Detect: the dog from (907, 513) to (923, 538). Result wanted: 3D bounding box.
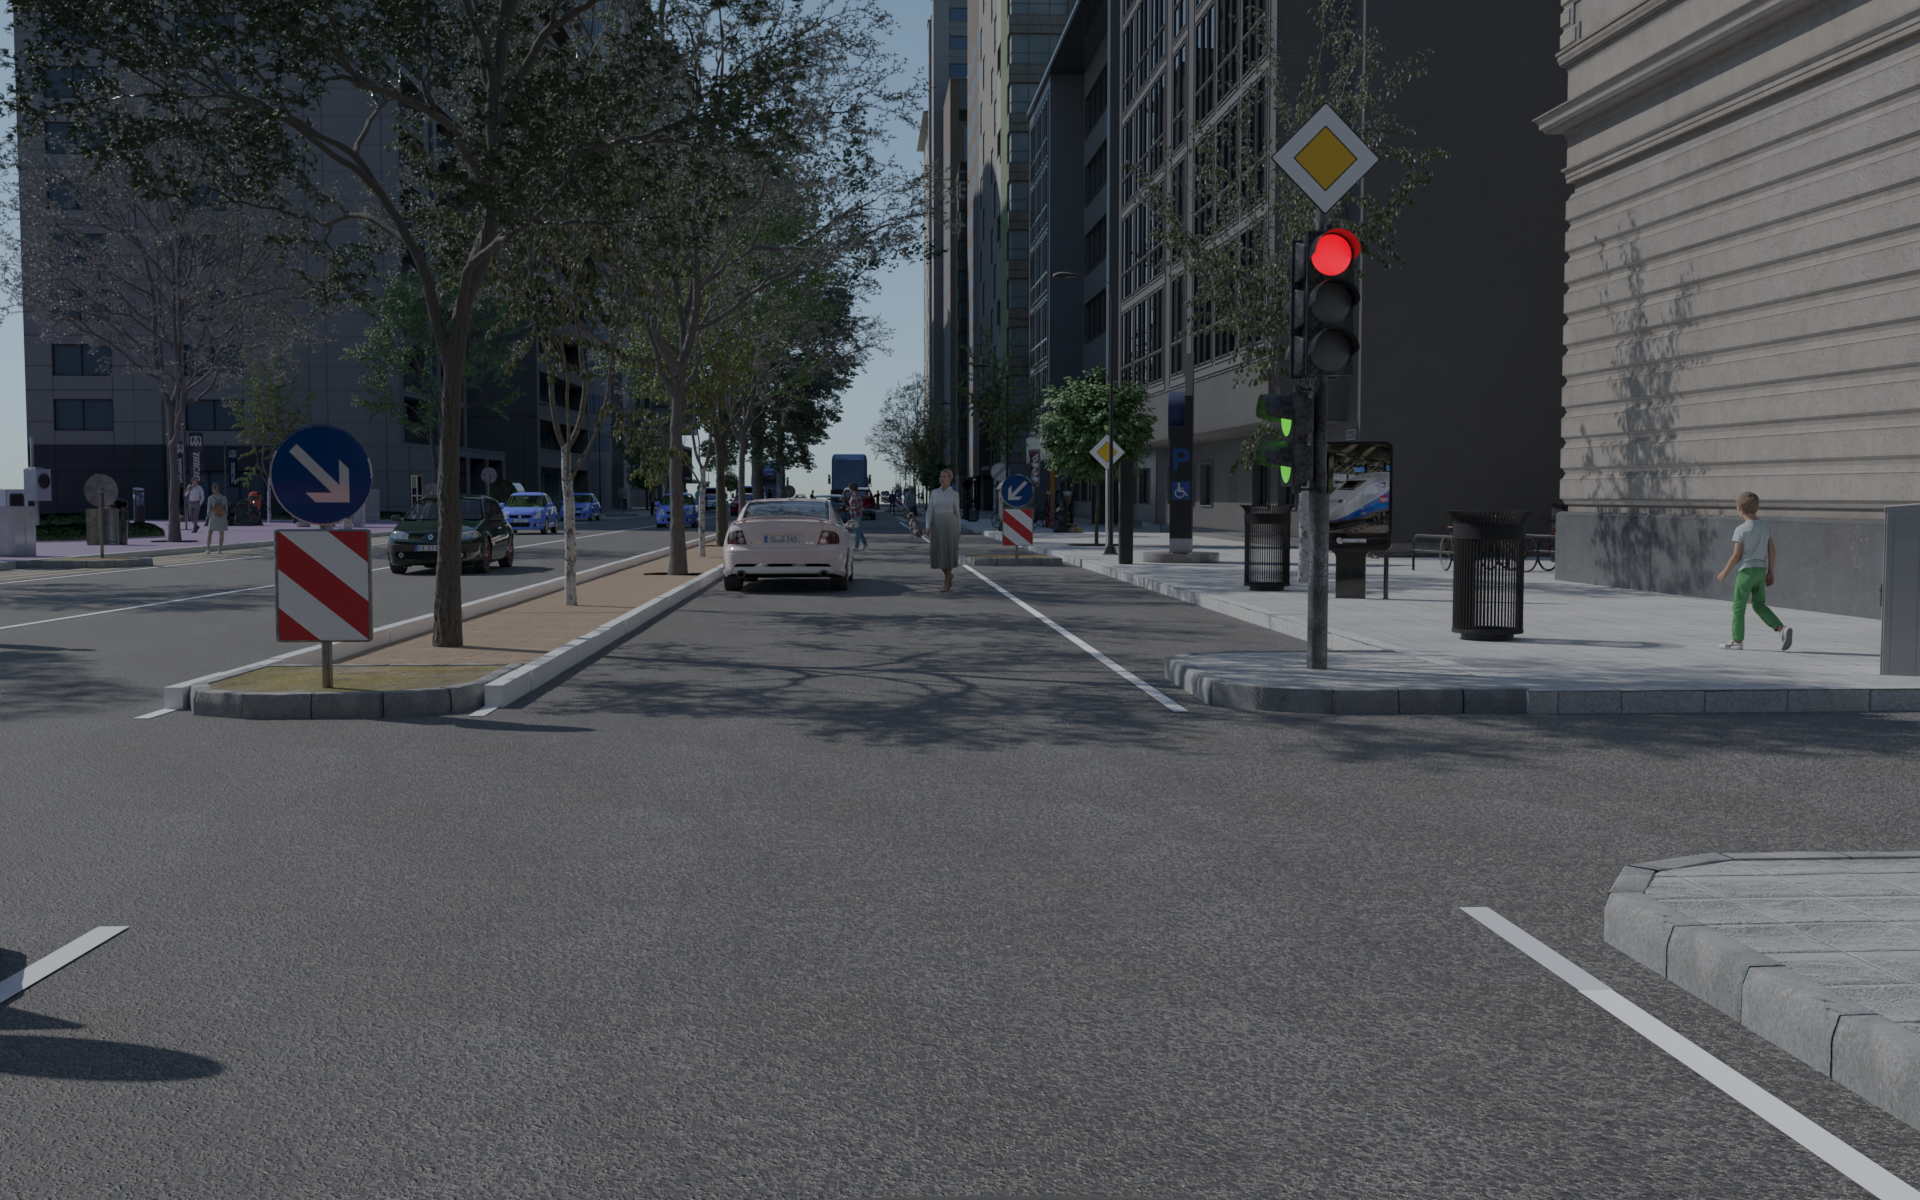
[{"bbox_3d":[-1.475,-2.457,57.016,0.513,0.831,0.800,0,4,-4],"label":"dog"}]

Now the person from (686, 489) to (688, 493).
[{"bbox_3d":[-29.174,-10.916,184.660,0.705,1.807,1.348,0,4,3],"label":"person"}]

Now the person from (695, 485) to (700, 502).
[{"bbox_3d":[-12.196,-4.405,80.386,0.748,1.841,0.638,-1,4,-11],"label":"person"}]

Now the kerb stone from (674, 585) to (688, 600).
[{"bbox_3d":[-3.815,-0.072,23.365,0.120,0.150,1.000,0,4,-3],"label":"kerb stone"}]

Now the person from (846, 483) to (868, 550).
[{"bbox_3d":[-2.631,-2.145,44.402,0.643,1.720,0.563,-1,4,-14],"label":"person"}]

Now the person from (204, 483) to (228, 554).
[{"bbox_3d":[-17.673,-1.938,41.197,0.512,1.701,0.522,-3,5,-39],"label":"person"}]

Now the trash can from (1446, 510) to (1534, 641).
[{"bbox_3d":[4.665,-0.222,15.290,0.748,1.137,0.748,0,3,0],"label":"trash can"}]

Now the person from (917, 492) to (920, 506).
[{"bbox_3d":[-4.707,-11.260,190.670,0.750,1.759,0.617,1,4,8],"label":"person"}]

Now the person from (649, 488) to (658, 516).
[{"bbox_3d":[-20.503,-6.543,115.576,0.705,1.812,1.348,1,4,12],"label":"person"}]

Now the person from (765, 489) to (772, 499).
[{"bbox_3d":[-14.258,-7.377,129.134,0.705,1.822,1.348,1,4,20],"label":"person"}]

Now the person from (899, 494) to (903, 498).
[{"bbox_3d":[-8.234,-14.246,239.490,0.617,1.759,0.750,2,4,23],"label":"person"}]

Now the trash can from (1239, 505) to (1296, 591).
[{"bbox_3d":[4.093,-0.698,23.066,0.748,1.137,0.748,0,3,0],"label":"trash can"}]

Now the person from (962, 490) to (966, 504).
[{"bbox_3d":[0.330,-7.186,124.339,0.742,1.727,0.445,3,5,45],"label":"person"}]

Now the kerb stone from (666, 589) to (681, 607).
[{"bbox_3d":[-3.751,-0.009,22.345,0.120,0.150,1.000,0,4,-3],"label":"kerb stone"}]

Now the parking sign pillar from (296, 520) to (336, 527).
[{"bbox_3d":[-25.164,-4.837,67.553,1.447,3.967,1.447,-1,4,-15],"label":"parking sign pillar"}]

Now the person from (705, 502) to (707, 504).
[{"bbox_3d":[-16.336,-6.023,110.200,0.599,1.433,0.991,-2,4,-35],"label":"person"}]

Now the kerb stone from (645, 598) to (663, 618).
[{"bbox_3d":[-3.633,0.116,20.293,0.120,0.150,1.000,0,4,-3],"label":"kerb stone"}]

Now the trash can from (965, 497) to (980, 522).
[{"bbox_3d":[0.579,-4.204,80.389,0.748,1.137,0.748,0,3,0],"label":"trash can"}]

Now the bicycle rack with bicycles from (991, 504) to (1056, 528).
[{"bbox_3d":[2.522,-3.152,64.917,2.925,0.926,2.852,-2,4,-24],"label":"bicycle rack with bicycles"}]

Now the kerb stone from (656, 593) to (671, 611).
[{"bbox_3d":[-3.699,0.054,21.316,0.120,0.150,1.000,0,4,-3],"label":"kerb stone"}]

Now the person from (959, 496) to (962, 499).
[{"bbox_3d":[-0.368,-7.400,127.756,1.217,1.735,0.721,-3,4,-39],"label":"person"}]

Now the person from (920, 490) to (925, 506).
[{"bbox_3d":[-4.282,-11.353,192.466,0.742,1.727,0.445,-3,5,-42],"label":"person"}]

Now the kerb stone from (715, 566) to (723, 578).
[{"bbox_3d":[-4.178,-0.446,29.492,0.120,0.150,1.000,0,4,-3],"label":"kerb stone"}]

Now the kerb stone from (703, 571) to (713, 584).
[{"bbox_3d":[-4.057,-0.321,27.448,0.120,0.150,1.000,0,4,-3],"label":"kerb stone"}]

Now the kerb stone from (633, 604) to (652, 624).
[{"bbox_3d":[-3.576,0.179,19.264,0.120,0.150,1.000,0,4,-3],"label":"kerb stone"}]

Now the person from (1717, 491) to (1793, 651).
[{"bbox_3d":[6.504,-0.236,14.149,0.306,1.304,0.590,-3,4,-38],"label":"person"}]

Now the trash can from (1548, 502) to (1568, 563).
[{"bbox_3d":[10.905,-1.183,30.996,0.748,1.137,0.748,0,3,0],"label":"trash can"}]

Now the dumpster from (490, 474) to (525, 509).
[{"bbox_3d":[-22.108,-5.003,84.290,1.502,2.255,1.985,0,4,-3],"label":"dumpster"}]

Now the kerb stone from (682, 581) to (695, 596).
[{"bbox_3d":[-3.870,-0.134,24.386,0.120,0.150,1.000,0,4,-3],"label":"kerb stone"}]

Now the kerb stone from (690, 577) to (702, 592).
[{"bbox_3d":[-3.935,-0.196,25.408,0.120,0.150,1.000,0,4,-3],"label":"kerb stone"}]

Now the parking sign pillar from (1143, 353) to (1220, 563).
[{"bbox_3d":[4.175,-2.698,32.592,1.447,3.967,1.447,1,4,9],"label":"parking sign pillar"}]

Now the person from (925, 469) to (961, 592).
[{"bbox_3d":[-0.215,-1.025,25.481,0.478,1.798,0.641,1,4,23],"label":"person"}]

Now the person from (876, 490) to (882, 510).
[{"bbox_3d":[-7.573,-9.216,159.198,0.705,1.822,1.348,-3,5,-43],"label":"person"}]

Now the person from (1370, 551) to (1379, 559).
[{"bbox_3d":[8.066,-1.724,34.406,0.661,1.801,0.590,0,4,-4],"label":"person"}]

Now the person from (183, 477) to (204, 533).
[{"bbox_3d":[-25.404,-3.136,57.423,0.679,1.850,0.850,0,4,-4],"label":"person"}]

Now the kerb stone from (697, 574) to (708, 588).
[{"bbox_3d":[-3.991,-0.256,26.429,0.120,0.150,1.000,0,4,-3],"label":"kerb stone"}]

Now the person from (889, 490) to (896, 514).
[{"bbox_3d":[-4.819,-6.976,123.478,0.541,1.710,0.530,1,4,14],"label":"person"}]

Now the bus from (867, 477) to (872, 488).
[{"bbox_3d":[-12.487,-13.655,214.799,2.896,3.916,12.252,0,4,-2],"label":"bus"}]

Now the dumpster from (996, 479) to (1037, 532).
[{"bbox_3d":[1.917,-3.218,58.368,1.264,1.857,1.865,0,4,-3],"label":"dumpster"}]

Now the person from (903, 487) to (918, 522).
[{"bbox_3d":[-2.244,-4.175,77.252,0.515,1.767,0.782,3,4,39],"label":"person"}]

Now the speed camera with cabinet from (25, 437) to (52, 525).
[{"bbox_3d":[-32.006,-3.962,59.114,0.660,3.252,2.038,1,4,14],"label":"speed camera with cabinet"}]

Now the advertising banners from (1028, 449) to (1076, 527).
[{"bbox_3d":[3.557,-4.339,67.132,2.074,3.025,0.090,2,4,31],"label":"advertising banners"}]

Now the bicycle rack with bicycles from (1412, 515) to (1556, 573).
[{"bbox_3d":[8.774,-0.932,28.626,2.852,0.926,2.925,-1,4,-12],"label":"bicycle rack with bicycles"}]

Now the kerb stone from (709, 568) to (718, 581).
[{"bbox_3d":[-4.118,-0.384,28.469,0.120,0.150,1.000,0,4,-3],"label":"kerb stone"}]

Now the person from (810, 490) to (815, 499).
[{"bbox_3d":[-9.828,-6.483,115.409,0.530,1.710,0.541,-1,4,-13],"label":"person"}]

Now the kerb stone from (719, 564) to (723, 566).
[{"bbox_3d":[-4.234,-0.509,30.516,0.120,0.150,1.000,0,4,-3],"label":"kerb stone"}]
